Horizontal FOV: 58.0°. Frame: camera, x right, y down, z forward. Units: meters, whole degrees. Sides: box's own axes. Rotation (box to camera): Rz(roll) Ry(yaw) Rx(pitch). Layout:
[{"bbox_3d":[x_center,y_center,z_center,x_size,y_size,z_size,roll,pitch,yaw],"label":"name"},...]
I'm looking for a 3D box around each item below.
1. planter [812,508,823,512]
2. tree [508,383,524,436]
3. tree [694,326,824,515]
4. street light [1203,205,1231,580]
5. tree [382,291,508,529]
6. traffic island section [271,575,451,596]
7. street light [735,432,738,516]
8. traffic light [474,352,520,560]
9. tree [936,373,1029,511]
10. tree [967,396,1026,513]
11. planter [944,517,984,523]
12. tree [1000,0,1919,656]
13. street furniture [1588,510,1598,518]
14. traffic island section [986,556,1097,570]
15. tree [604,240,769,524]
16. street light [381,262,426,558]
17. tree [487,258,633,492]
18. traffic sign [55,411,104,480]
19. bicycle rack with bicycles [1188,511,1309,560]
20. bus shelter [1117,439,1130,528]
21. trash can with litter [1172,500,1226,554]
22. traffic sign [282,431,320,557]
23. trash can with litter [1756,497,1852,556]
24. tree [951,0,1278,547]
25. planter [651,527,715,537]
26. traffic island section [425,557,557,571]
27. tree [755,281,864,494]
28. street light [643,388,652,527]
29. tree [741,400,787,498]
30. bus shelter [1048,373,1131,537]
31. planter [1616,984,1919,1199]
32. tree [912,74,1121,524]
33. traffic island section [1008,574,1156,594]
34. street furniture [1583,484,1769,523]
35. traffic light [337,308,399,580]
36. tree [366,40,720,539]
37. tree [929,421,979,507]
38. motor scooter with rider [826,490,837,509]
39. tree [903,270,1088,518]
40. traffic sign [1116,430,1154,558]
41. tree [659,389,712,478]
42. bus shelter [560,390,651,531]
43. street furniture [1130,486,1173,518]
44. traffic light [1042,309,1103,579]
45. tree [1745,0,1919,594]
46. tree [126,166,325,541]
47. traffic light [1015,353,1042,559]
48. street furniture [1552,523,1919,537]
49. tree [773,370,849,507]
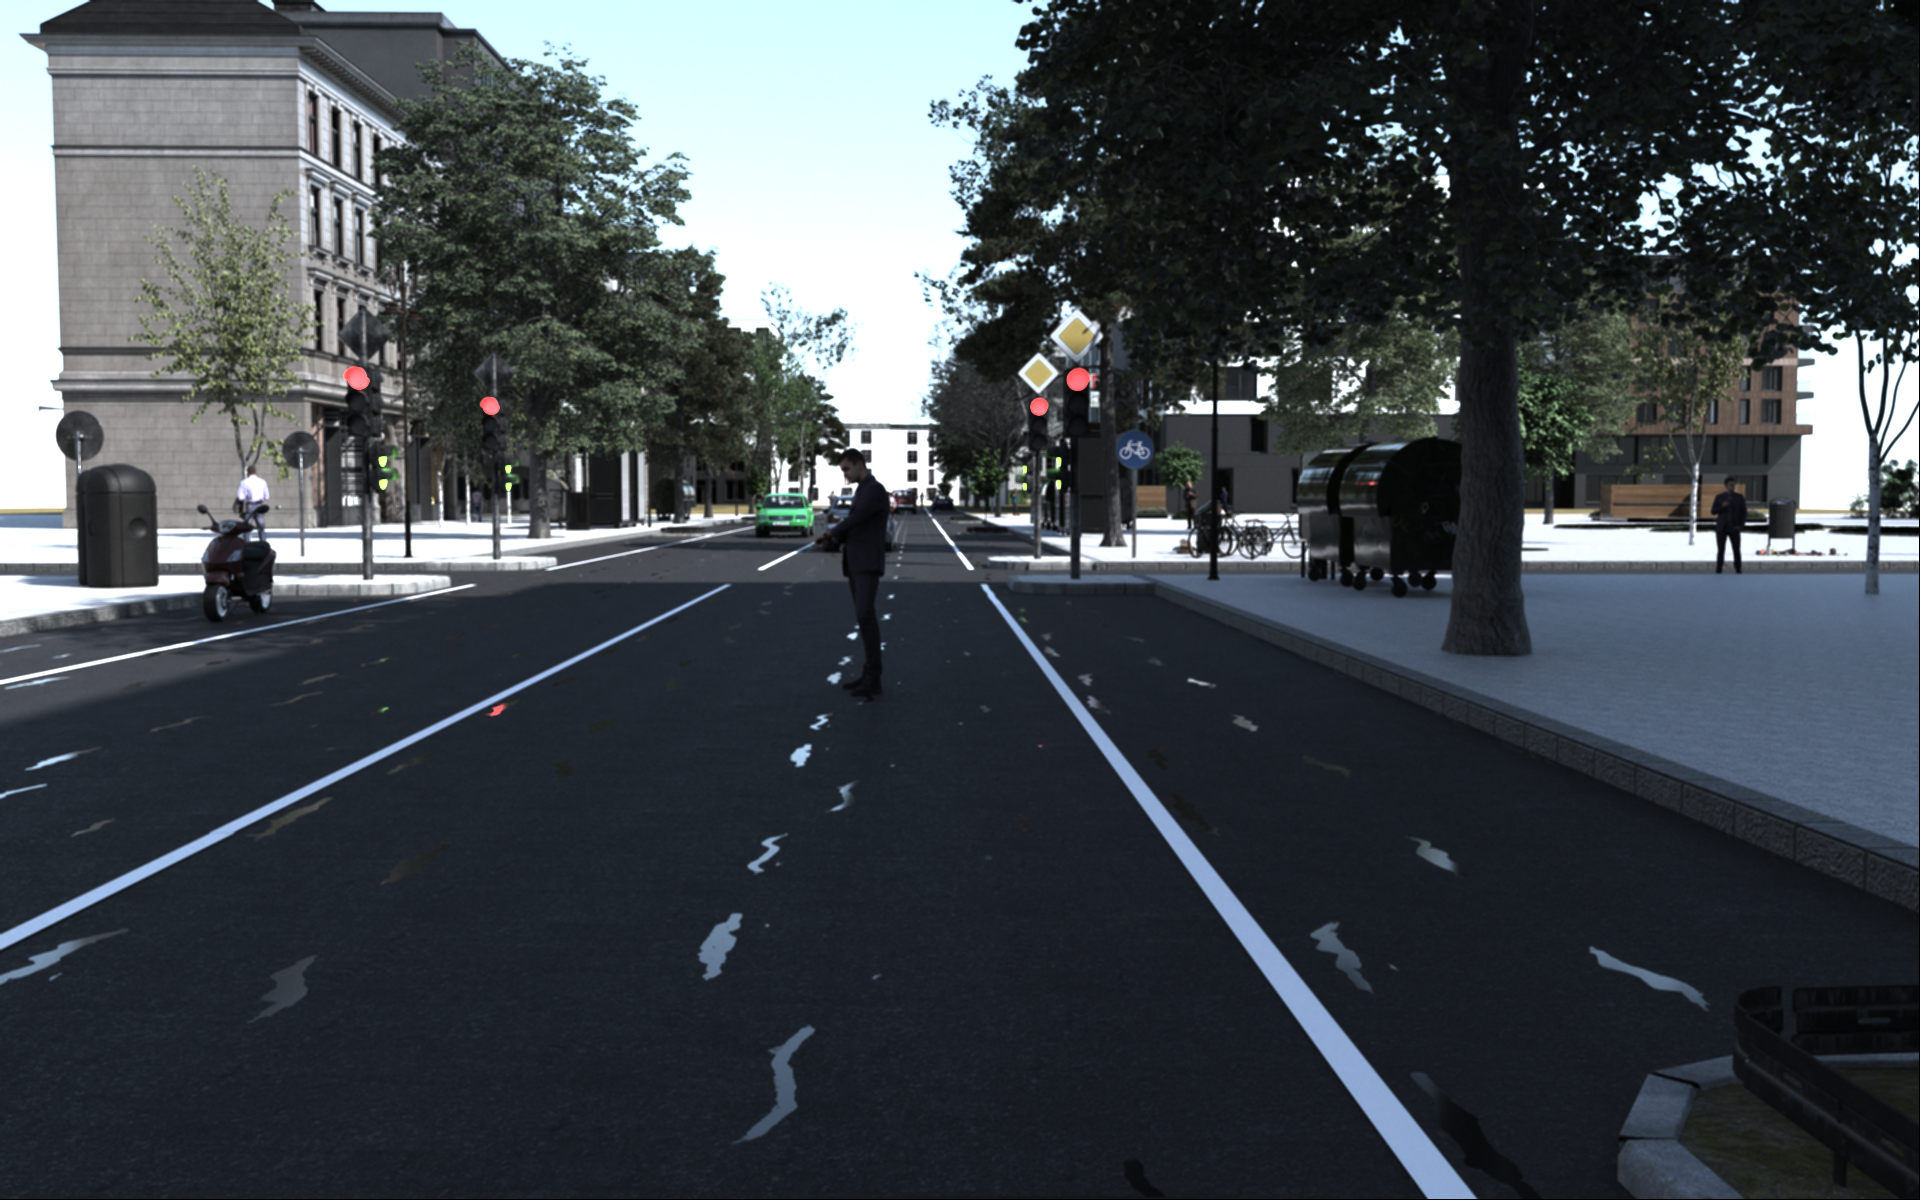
[{"bbox_3d":[-11.491,-7.055,136.481,1.991,0.319,1.994,0,4,-2],"label":"planter"},{"bbox_3d":[-19.229,-7.215,68.331,4.360,8.622,3.978,0,3,0],"label":"tree"},{"bbox_3d":[-13.090,-11.156,108.152,9.928,11.665,9.643,0,3,0],"label":"tree"},{"bbox_3d":[3.799,-3.241,25.772,0.468,5.910,1.993,0,4,-2],"label":"street light"},{"bbox_3d":[-18.846,-6.876,62.792,4.360,8.622,3.978,0,3,0],"label":"tree"},{"bbox_3d":[-8.873,-0.223,25.920,2.009,0.180,2.903,0,4,-2],"label":"traffic island section"},{"bbox_3d":[-12.851,-7.749,99.489,0.468,5.910,1.993,0,4,-2],"label":"street light"},{"bbox_3d":[-9.045,-2.723,33.770,0.839,4.213,0.868,0,4,-2],"label":"traffic light"},{"bbox_3d":[1.907,-12.400,128.496,9.928,11.665,9.643,0,3,0],"label":"tree"},{"bbox_3d":[2.347,-10.377,120.032,4.360,8.622,3.978,0,3,0],"label":"tree"},{"bbox_3d":[0.180,-3.967,86.002,1.991,0.319,1.994,0,4,-2],"label":"planter"},{"bbox_3d":[4.173,-6.539,13.576,9.857,13.997,8.962,0,3,0],"label":"tree"},{"bbox_3d":[38.485,-4.900,95.738,5.734,0.657,10.072,3,5,40],"label":"street furniture"},{"bbox_3d":[1.553,-0.728,34.179,2.009,0.180,2.903,0,4,-2],"label":"traffic island section"},{"bbox_3d":[-12.115,-9.326,74.541,6.751,12.117,7.091,0,3,0],"label":"tree"},{"bbox_3d":[-11.103,-3.786,34.684,0.468,5.910,1.993,0,4,-2],"label":"street light"},{"bbox_3d":[-18.952,-10.724,82.767,7.806,13.903,7.818,0,3,0],"label":"tree"},{"bbox_3d":[-13.466,-1.614,26.496,0.768,2.556,0.104,0,4,4],"label":"traffic sign"},{"bbox_3d":[5.830,-1.317,34.917,2.925,0.926,2.852,-2,4,-28],"label":"bicycle rack with bicycles"},{"bbox_3d":[5.418,-4.410,66.030,2.014,3.302,5.546,0,4,-2],"label":"bus shelter"},{"bbox_3d":[5.130,-1.577,37.168,1.055,1.170,0.624,-1,4,-14],"label":"trash can with litter"},{"bbox_3d":[-13.424,-2.152,35.292,0.768,2.556,0.104,0,3,0],"label":"traffic sign"},{"bbox_3d":[17.699,-1.547,36.359,2.233,1.210,1.678,0,4,4],"label":"trash can with litter"},{"bbox_3d":[3.476,-8.230,41.978,7.806,13.903,7.818,0,3,0],"label":"tree"},{"bbox_3d":[-9.427,-2.329,59.218,1.991,0.319,1.994,0,4,-2],"label":"planter"},{"bbox_3d":[-9.085,-0.711,33.902,2.009,0.180,2.903,0,4,-2],"label":"traffic island section"},{"bbox_3d":[-15.810,-18.410,156.894,12.611,20.169,13.585,0,3,0],"label":"tree"},{"bbox_3d":[-11.968,-5.738,66.610,0.468,5.910,1.993,0,4,-2],"label":"street light"},{"bbox_3d":[-14.473,-10.860,127.926,4.360,8.622,3.978,0,3,0],"label":"tree"},{"bbox_3d":[4.001,-4.734,55.038,2.179,5.291,8.768,0,4,-1],"label":"bus shelter"},{"bbox_3d":[2.373,1.094,3.246,1.991,0.319,1.994,0,4,-2],"label":"planter"},{"bbox_3d":[4.123,-13.430,75.464,12.611,20.169,13.585,0,3,0],"label":"tree"},{"bbox_3d":[1.765,-0.239,26.197,2.009,0.180,2.903,0,4,-2],"label":"traffic island section"},{"bbox_3d":[34.484,-4.544,81.143,9.812,1.723,11.010,0,4,6],"label":"street furniture"},{"bbox_3d":[-8.833,-2.235,25.787,0.839,4.213,0.868,0,4,-2],"label":"traffic light"},{"bbox_3d":[-11.948,-8.722,49.252,9.857,13.997,8.962,0,3,0],"label":"tree"},{"bbox_3d":[0.255,-15.891,177.948,7.486,12.596,7.792,0,3,0],"label":"tree"},{"bbox_3d":[-8.861,-6.788,119.947,0.876,1.779,1.986,0,4,-1],"label":"motor scooter with rider"},{"bbox_3d":[2.164,-11.255,94.388,12.009,13.543,11.850,0,3,0],"label":"tree"},{"bbox_3d":[3.501,-2.119,34.757,0.768,2.556,0.104,0,4,5],"label":"traffic sign"},{"bbox_3d":[-16.165,-9.154,100.029,4.360,8.622,3.978,0,3,0],"label":"tree"},{"bbox_3d":[-13.360,-5.345,65.021,2.179,5.291,8.768,0,4,-2],"label":"bus shelter"},{"bbox_3d":[7.085,-5.340,94.164,9.812,1.723,11.010,0,4,4],"label":"street furniture"},{"bbox_3d":[1.725,-2.253,26.083,0.839,4.213,0.868,0,4,-2],"label":"traffic light"},{"bbox_3d":[11.768,-4.371,21.822,4.737,8.622,4.395,0,3,0],"label":"tree"},{"bbox_3d":[-16.221,-5.417,38.924,4.737,8.622,4.395,0,3,0],"label":"tree"},{"bbox_3d":[1.512,-2.741,34.065,0.839,4.213,0.868,0,4,-2],"label":"traffic light"},{"bbox_3d":[31.893,-3.020,54.400,14.083,1.986,27.439,-1,4,-15],"label":"street furniture"},{"bbox_3d":[-14.933,-16.368,175.040,7.806,13.903,7.818,0,3,0],"label":"tree"}]
